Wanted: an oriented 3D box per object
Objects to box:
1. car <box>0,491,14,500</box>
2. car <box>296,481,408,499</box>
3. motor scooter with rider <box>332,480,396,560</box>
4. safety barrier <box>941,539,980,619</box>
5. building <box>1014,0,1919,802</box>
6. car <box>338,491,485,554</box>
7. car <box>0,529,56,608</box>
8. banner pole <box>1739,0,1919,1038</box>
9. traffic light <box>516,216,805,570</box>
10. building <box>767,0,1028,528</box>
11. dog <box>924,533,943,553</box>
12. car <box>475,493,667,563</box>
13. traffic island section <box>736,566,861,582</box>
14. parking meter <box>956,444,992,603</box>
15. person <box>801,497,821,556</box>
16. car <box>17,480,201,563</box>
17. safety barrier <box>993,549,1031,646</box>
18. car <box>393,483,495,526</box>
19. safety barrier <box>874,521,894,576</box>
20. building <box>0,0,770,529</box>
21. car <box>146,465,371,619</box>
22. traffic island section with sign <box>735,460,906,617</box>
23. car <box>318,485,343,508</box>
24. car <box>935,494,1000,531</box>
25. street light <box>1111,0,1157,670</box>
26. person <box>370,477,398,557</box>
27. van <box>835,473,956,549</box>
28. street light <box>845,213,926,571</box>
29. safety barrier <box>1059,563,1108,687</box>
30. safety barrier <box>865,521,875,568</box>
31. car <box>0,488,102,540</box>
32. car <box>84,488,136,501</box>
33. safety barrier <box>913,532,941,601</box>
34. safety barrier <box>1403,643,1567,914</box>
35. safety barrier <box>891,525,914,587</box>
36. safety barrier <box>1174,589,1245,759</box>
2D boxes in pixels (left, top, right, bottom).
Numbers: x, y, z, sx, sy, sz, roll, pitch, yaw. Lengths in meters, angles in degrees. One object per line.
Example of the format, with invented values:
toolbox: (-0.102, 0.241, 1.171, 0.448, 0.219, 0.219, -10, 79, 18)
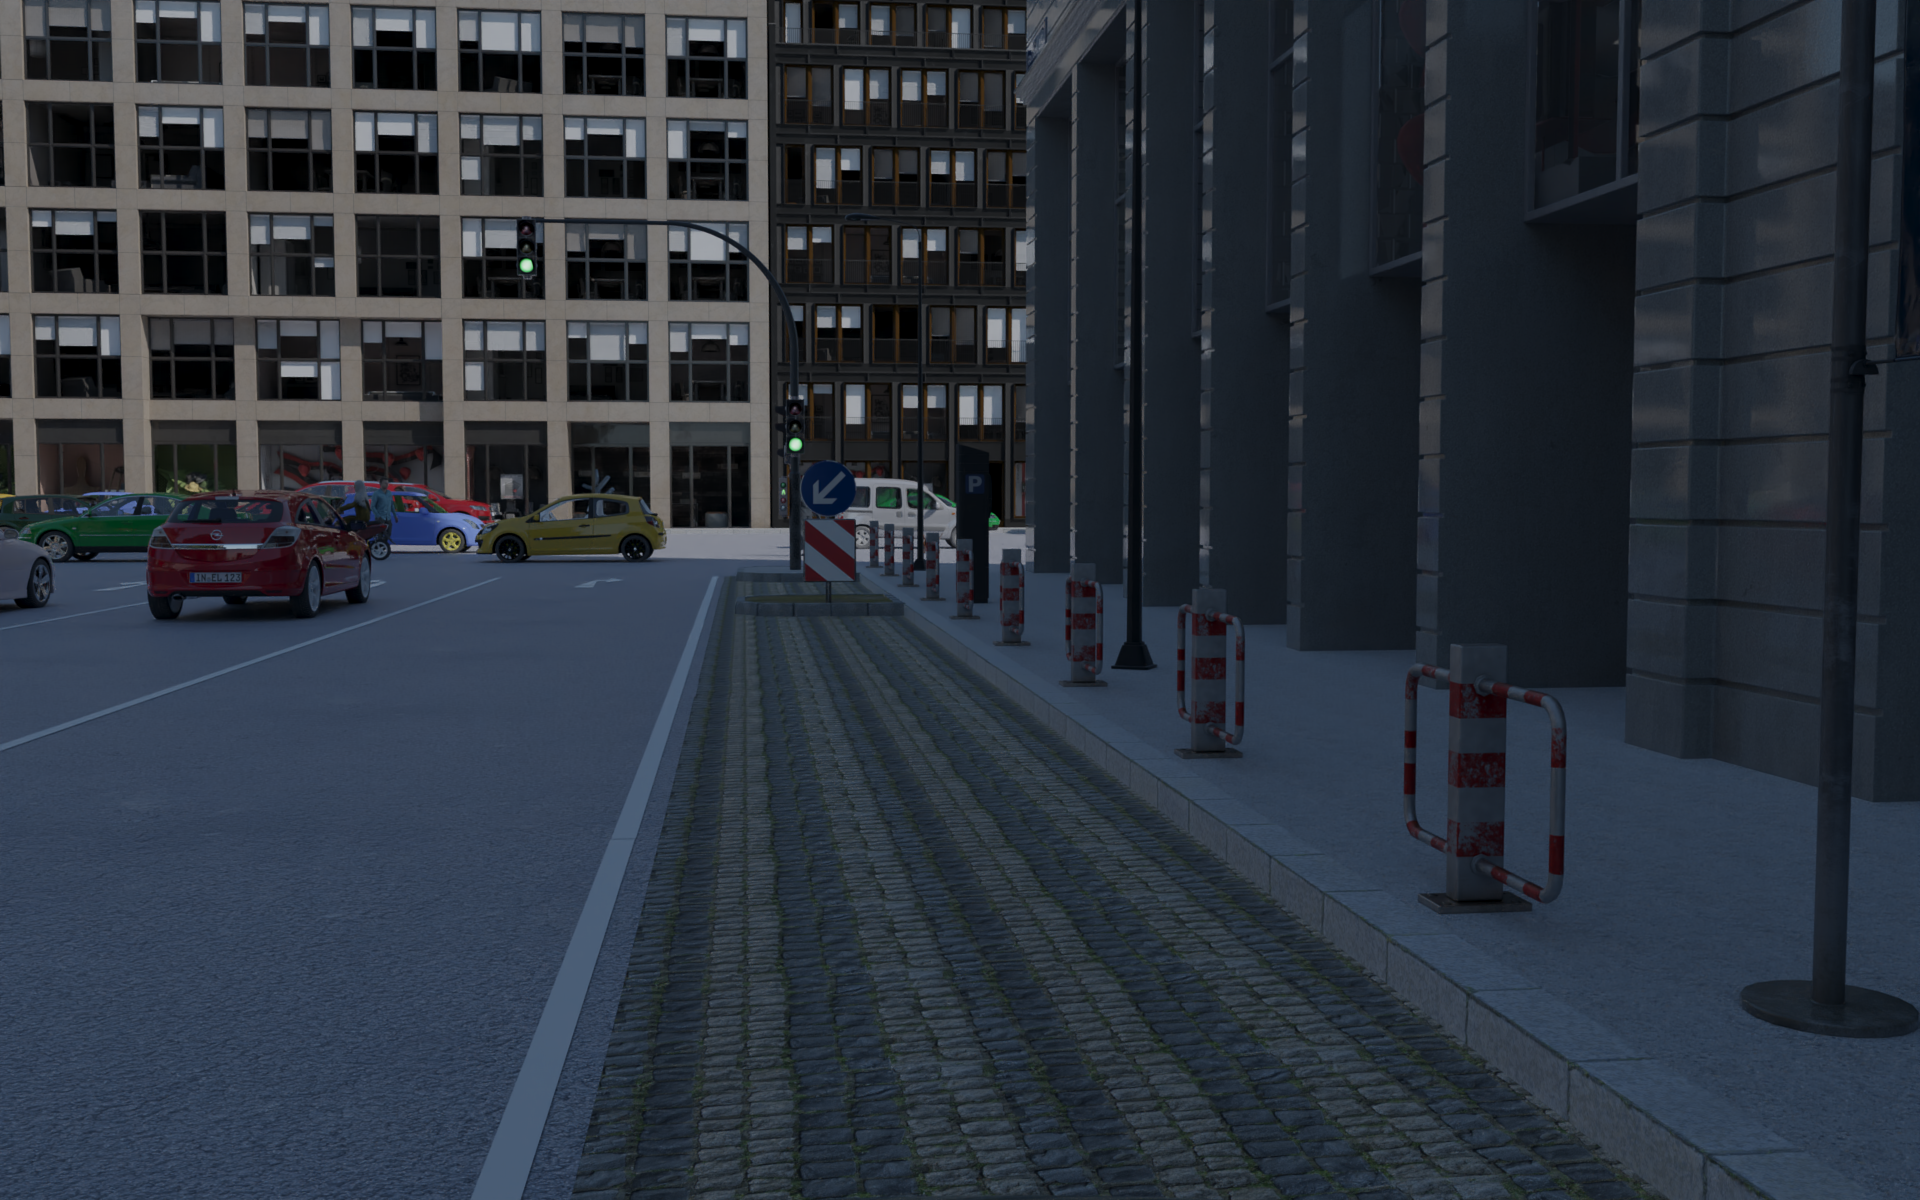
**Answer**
car: (-28.943, -2.516, 51.353, 2.015, 1.641, 3.980, 0, 4, -8)
car: (-18.348, -2.540, 50.204, 5.304, 1.827, 2.281, 0, 4, -6)
motor scooter with rider: (-13.211, -1.740, 37.412, 1.986, 1.779, 0.876, 0, 4, -6)
safety barrier: (0.049, -0.215, 17.786, 0.300, 0.817, 1.120, 0, 4, -7)
building: (8.247, -14.471, 14.091, 11.434, 29.767, 29.804, 0, 4, -7)
car: (-13.443, -2.001, 42.313, 3.694, 1.707, 1.945, 0, 4, -8)
car: (-12.356, -0.485, 20.299, 2.083, 1.381, 4.827, 0, 4, -6)
banner pole: (2.186, -0.851, 3.937, 0.401, 3.779, 0.863, -1, 4, -10)
traffic light: (-4.881, -3.314, 28.849, 4.771, 5.953, 1.251, 0, 4, -7)
building: (0.071, -14.768, 71.137, 15.834, 23.373, 12.332, 0, 4, -7)
dog: (-0.723, -1.373, 41.737, 0.540, 0.507, 0.406, -1, 4, -19)
car: (-8.259, -1.628, 36.846, 3.980, 1.641, 2.015, 0, 4, -6)
traffic island section: (-2.775, -0.433, 29.366, 2.009, 0.180, 2.903, 0, 4, -7)
parking meter: (0.163, -0.896, 20.368, 0.399, 1.863, 0.255, -1, 4, -10)
person: (-3.532, -1.899, 39.970, 0.534, 1.772, 0.576, 3, 4, 38)
car: (-17.585, -1.729, 37.062, 4.718, 1.807, 1.959, 0, 4, -7)
safety barrier: (0.438, -0.025, 14.685, 0.300, 0.817, 1.120, 0, 4, -7)
car: (-18.730, -3.110, 59.519, 5.304, 1.827, 2.281, 0, 4, -8)
safety barrier: (-1.104, -0.783, 27.081, 0.300, 0.817, 1.120, 0, 4, -7)
building: (-25.155, -16.322, 71.375, 34.151, 26.468, 19.350, 0, 4, -7)
car: (-8.533, -0.754, 21.375, 2.155, 1.783, 4.494, 0, 4, -7)
traffic island section with sign: (-1.739, -0.761, 21.073, 1.989, 1.847, 2.006, 0, 4, -7)
car: (-17.915, -2.170, 45.268, 4.222, 1.686, 2.009, -1, 4, -9)
car: (-1.008, -3.055, 58.740, 4.718, 1.807, 1.959, 0, 4, -7)
street light: (0.747, -2.446, 12.539, 1.470, 5.913, 1.316, 0, 4, -7)
person: (-13.194, -1.898, 39.550, 0.620, 1.820, 0.660, 2, 4, 24)
van: (-1.301, -2.374, 45.827, 4.112, 2.044, 2.013, 0, 4, -7)
street light: (-1.203, -3.445, 28.870, 1.470, 5.913, 1.316, 0, 4, -7)
safety barrier: (0.825, 0.165, 11.578, 0.300, 0.817, 1.120, 0, 4, -7)
safety barrier: (-1.496, -0.973, 30.191, 0.300, 0.817, 1.120, 0, 4, -7)
car: (-22.254, -2.071, 43.642, 4.222, 1.686, 2.009, 0, 4, -6)
car: (-28.947, -2.967, 58.096, 3.694, 1.707, 1.945, 0, 4, -7)
safety barrier: (-0.329, -0.404, 20.885, 0.300, 0.817, 1.120, 0, 4, -7)
safety barrier: (1.600, 0.545, 5.362, 0.300, 0.817, 1.120, 0, 4, -7)
safety barrier: (-0.719, -0.594, 23.983, 0.300, 0.817, 1.120, 0, 4, -7)
safety barrier: (1.215, 0.356, 8.461, 0.300, 0.817, 1.120, 0, 4, -7)
